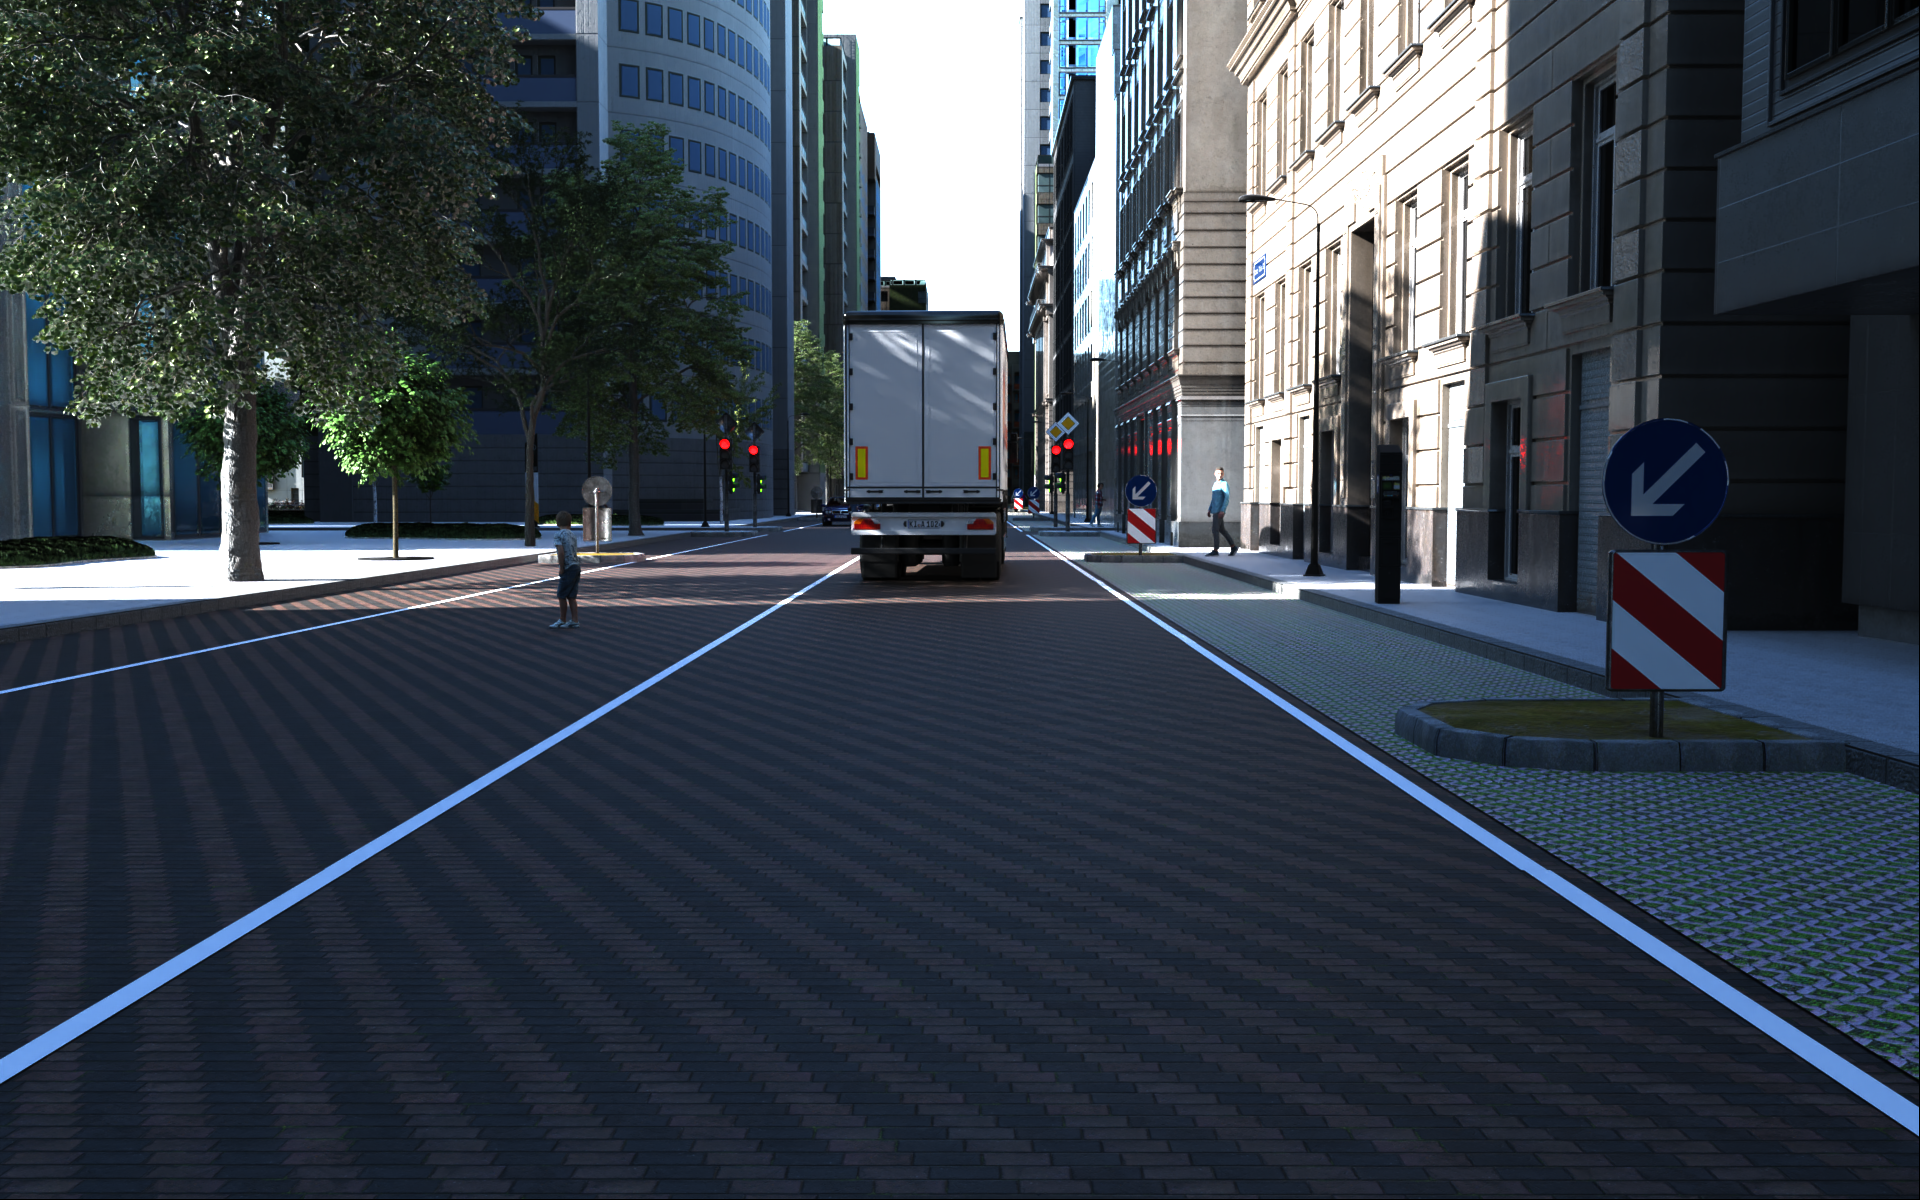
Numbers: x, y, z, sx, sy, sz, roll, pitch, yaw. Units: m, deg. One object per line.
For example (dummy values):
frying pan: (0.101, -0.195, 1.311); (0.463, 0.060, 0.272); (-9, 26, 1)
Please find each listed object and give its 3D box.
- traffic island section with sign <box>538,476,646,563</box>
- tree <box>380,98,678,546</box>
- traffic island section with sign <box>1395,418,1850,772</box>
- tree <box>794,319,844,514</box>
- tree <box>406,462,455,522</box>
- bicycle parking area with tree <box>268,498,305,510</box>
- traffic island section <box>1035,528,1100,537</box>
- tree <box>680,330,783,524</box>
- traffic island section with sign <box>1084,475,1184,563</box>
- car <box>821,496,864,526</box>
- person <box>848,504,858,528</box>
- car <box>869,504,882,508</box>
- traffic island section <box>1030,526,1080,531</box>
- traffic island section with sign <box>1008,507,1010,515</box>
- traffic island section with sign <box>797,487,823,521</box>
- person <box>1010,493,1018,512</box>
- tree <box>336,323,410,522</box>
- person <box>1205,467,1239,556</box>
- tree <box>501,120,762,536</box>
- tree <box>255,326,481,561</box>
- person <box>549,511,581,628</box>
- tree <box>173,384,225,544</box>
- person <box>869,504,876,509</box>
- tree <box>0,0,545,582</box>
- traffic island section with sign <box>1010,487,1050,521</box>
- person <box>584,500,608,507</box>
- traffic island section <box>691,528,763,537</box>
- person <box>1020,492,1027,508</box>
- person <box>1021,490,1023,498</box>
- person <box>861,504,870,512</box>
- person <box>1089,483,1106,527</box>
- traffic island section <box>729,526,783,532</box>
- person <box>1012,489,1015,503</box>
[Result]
traffic island section with sign: (-7.771, -1.726, 36.844); (1.989, 1.847, 2.006); (0, 4, 0)
tree: (-10.678, -6.578, 41.962); (8.767, 10.594, 7.601); (1, 4, 12)
traffic island section with sign: (3.579, -0.073, 9.821); (1.989, 1.847, 2.006); (0, 4, 0)
tree: (-10.726, -11.854, 111.943); (7.486, 12.596, 7.792); (0, 3, 0)
tree: (-17.281, -3.797, 56.685); (1.663, 3.219, 1.824); (0, 3, 0)
bicycle parking area with tree: (-55.618, -9.089, 135.611); (9.016, 4.147, 8.231); (0, 4, 4)
traffic island section: (3.715, -2.270, 59.396); (2.009, 0.180, 2.903); (0, 4, 0)
tree: (-10.084, -7.592, 74.488); (4.737, 8.622, 4.395); (0, 3, 0)
traffic island section with sign: (3.661, -1.722, 36.776); (1.989, 1.847, 2.006); (0, 4, 0)
car: (-5.332, -4.062, 78.999); (1.945, 1.354, 3.894); (0, 4, 0)
person: (-4.374, -3.920, 72.608); (0.654, 1.822, 0.581); (-2, 4, -28)
car: (-4.614, -5.751, 106.025); (2.014, 1.417, 4.499); (0, 4, 2)
traffic island section: (3.739, -2.758, 67.381); (2.009, 0.180, 2.903); (0, 4, 0)
traffic island section with sign: (3.911, -6.813, 120.018); (1.989, 1.847, 2.006); (0, 4, 0)
traffic island section with sign: (-7.609, -5.129, 92.489); (1.989, 1.847, 2.006); (0, 4, 0)
person: (4.079, -7.363, 129.364); (0.782, 1.767, 0.515); (-2, 4, -34)
tree: (-25.100, -7.565, 74.052); (4.737, 8.622, 4.395); (0, 3, 0)
person: (5.412, -1.820, 35.666); (0.748, 1.841, 0.638); (0, 4, -4)
tree: (-9.920, -8.232, 52.717); (7.486, 12.596, 7.792); (0, 3, 0)
tree: (-11.186, -3.071, 33.932); (4.285, 4.588, 4.351); (0, 3, 0)
person: (-4.219, -0.325, 18.499); (0.332, 1.250, 0.352); (-2, 4, -32)
tree: (-18.227, -3.704, 44.268); (4.285, 4.588, 4.351); (0, 3, 0)
person: (-4.374, -4.832, 87.631); (0.853, 1.813, 0.709); (-2, 4, -33)
tree: (-10.721, -7.258, 25.325); (9.857, 13.997, 8.962); (0, 3, 0)
traffic island section with sign: (3.826, -5.164, 93.063); (1.989, 1.847, 2.006); (0, 4, 0)
person: (-11.335, -2.906, 53.897); (0.721, 1.781, 0.623); (-1, 4, -11)
traffic island section: (-8.027, -2.273, 59.436); (2.009, 0.180, 2.903); (0, 4, 0)
person: (5.907, -9.344, 162.034); (0.991, 1.433, 0.599); (3, 4, 37)
person: (5.962, -9.981, 170.029); (0.445, 1.727, 0.742); (-1, 4, -10)
person: (-4.358, -4.443, 81.634); (0.782, 1.767, 0.515); (0, 4, -7)
person: (5.404, -3.733, 67.909); (0.643, 1.720, 0.563); (1, 4, 12)
traffic island section: (-8.002, -2.761, 67.421); (2.009, 0.180, 2.903); (0, 4, 0)
person: (6.131, -11.632, 196.195); (0.705, 1.831, 1.348); (1, 4, 18)
